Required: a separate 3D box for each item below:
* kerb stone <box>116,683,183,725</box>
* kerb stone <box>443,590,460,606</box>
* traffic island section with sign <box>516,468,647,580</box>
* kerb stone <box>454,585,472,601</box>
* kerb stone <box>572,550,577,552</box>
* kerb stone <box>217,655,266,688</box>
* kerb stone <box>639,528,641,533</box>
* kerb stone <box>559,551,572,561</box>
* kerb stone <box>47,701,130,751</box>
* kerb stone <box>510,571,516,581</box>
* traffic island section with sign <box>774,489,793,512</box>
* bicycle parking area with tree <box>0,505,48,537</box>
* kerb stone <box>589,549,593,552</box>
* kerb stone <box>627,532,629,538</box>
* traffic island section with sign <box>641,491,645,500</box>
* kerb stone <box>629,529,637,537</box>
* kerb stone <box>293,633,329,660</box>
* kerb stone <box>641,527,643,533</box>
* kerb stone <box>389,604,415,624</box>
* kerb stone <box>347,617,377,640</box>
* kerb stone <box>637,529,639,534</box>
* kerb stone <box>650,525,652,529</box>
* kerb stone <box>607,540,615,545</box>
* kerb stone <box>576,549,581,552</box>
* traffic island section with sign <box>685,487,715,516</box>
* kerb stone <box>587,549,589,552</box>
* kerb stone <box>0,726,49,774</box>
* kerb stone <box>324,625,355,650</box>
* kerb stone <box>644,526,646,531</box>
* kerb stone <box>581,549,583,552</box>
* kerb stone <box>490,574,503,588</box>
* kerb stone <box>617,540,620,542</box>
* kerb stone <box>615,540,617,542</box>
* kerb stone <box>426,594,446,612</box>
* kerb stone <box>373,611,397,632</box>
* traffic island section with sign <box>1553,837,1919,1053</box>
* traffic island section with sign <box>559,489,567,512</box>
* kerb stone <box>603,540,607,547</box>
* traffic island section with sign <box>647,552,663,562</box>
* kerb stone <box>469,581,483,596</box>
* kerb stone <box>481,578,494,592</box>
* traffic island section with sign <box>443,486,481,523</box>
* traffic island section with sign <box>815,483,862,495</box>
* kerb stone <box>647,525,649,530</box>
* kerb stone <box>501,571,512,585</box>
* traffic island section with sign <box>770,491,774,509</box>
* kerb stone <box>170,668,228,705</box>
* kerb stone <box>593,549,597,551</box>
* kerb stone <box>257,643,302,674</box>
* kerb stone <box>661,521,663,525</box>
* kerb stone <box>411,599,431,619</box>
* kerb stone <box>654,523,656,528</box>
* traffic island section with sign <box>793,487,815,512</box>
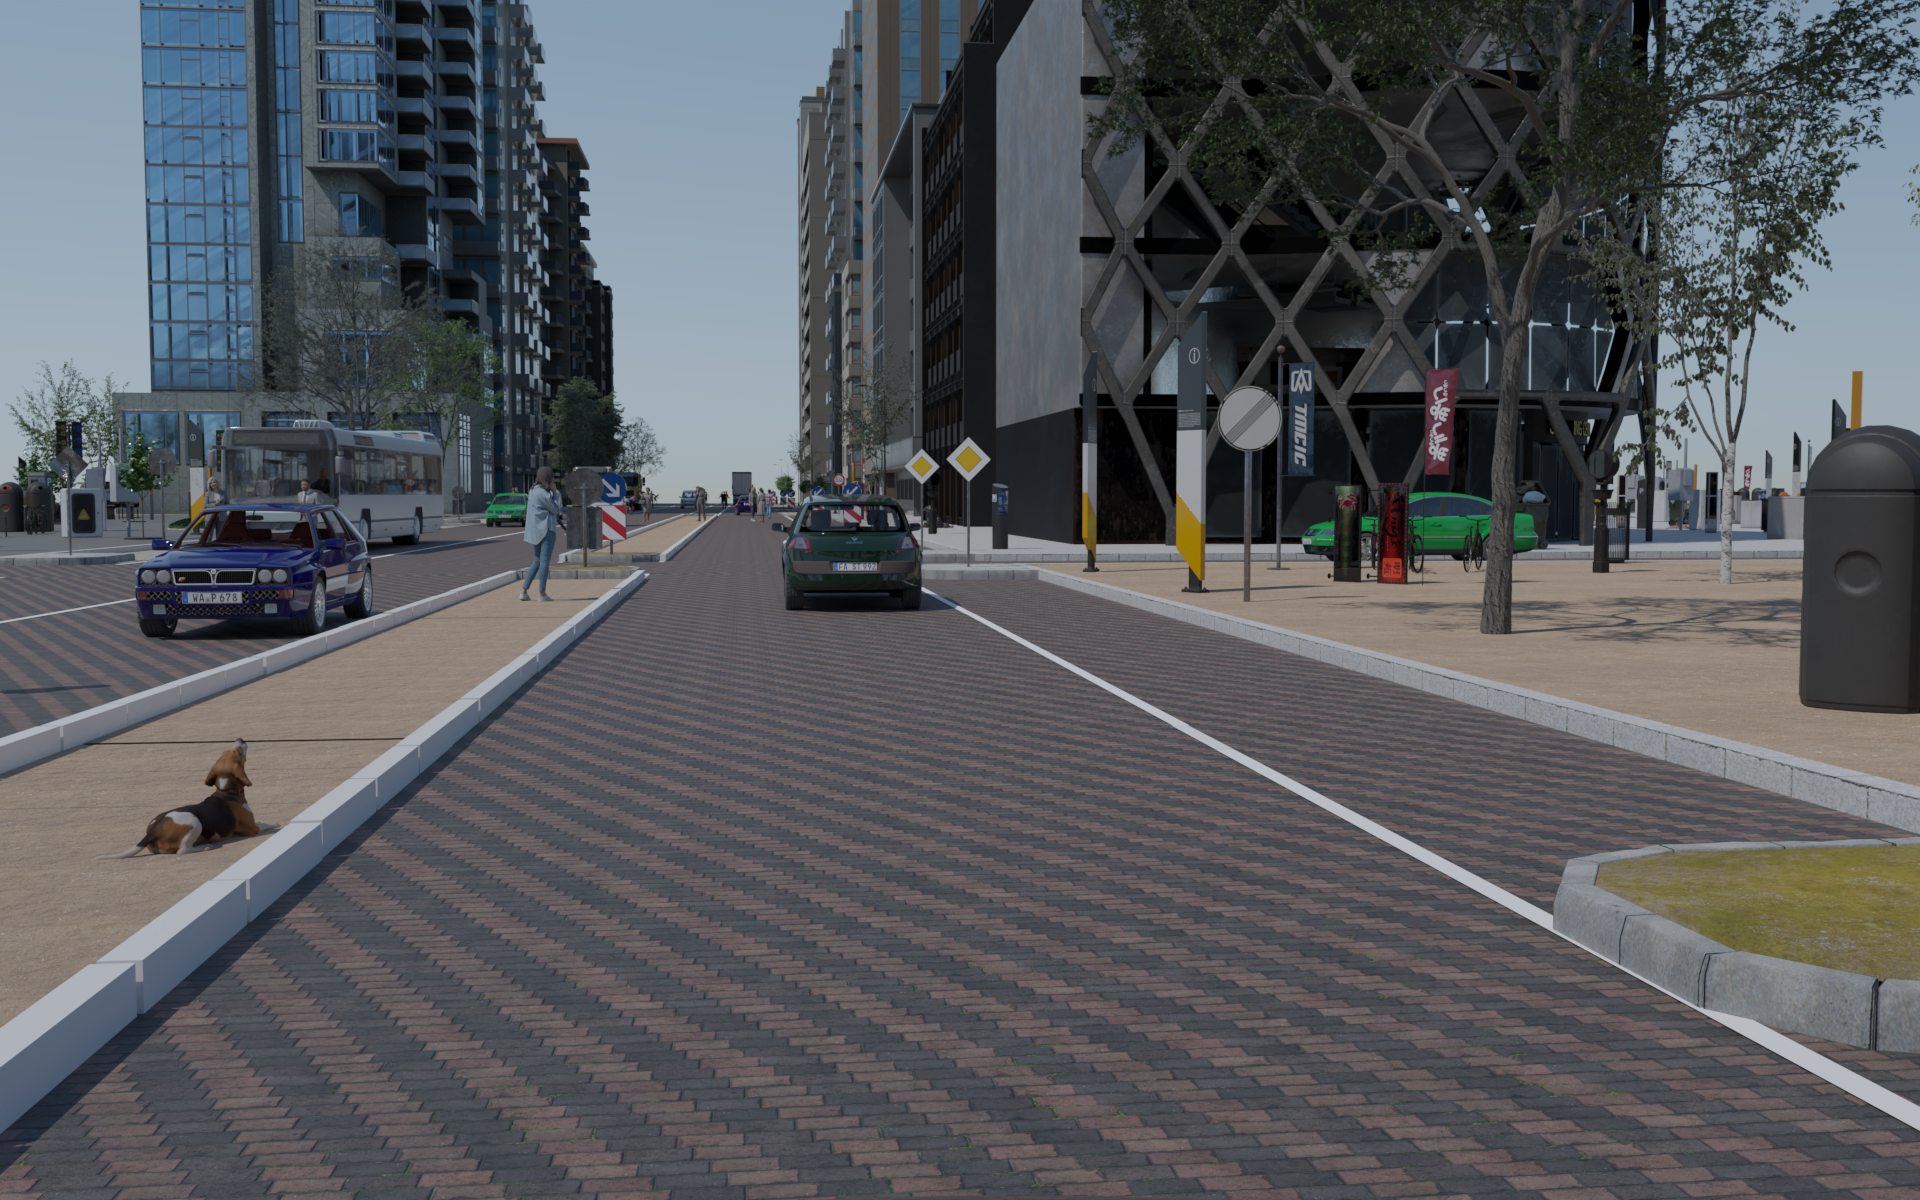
[{"bbox_3d":[-5.225,0.678,11.106,0.120,0.150,1.000,0,4,-7],"label":"kerb stone"},{"bbox_3d":[-6.621,0.000,22.303,0.120,0.150,1.000,0,4,-7],"label":"kerb stone"},{"bbox_3d":[-6.524,-1.326,29.821,2.006,1.907,1.989,0,4,-7],"label":"traffic island section with sign"},{"bbox_3d":[-6.747,-0.069,23.320,0.120,0.150,1.000,0,4,-7],"label":"kerb stone"},{"bbox_3d":[-8.586,-0.969,38.094,0.120,0.150,1.000,0,4,-7],"label":"kerb stone"},{"bbox_3d":[-5.485,0.558,13.137,0.120,0.150,1.000,0,4,-7],"label":"kerb stone"},{"bbox_3d":[-11.516,-2.404,61.501,0.120,0.150,1.000,0,4,-7],"label":"kerb stone"},{"bbox_3d":[-8.467,-0.910,37.078,0.120,0.150,1.000,0,4,-7],"label":"kerb stone"},{"bbox_3d":[-5.093,0.740,10.092,0.120,0.150,1.000,0,4,-7],"label":"kerb stone"},{"bbox_3d":[-7.386,-0.380,28.415,0.120,0.150,1.000,0,4,-7],"label":"kerb stone"},{"bbox_3d":[-13.450,-7.837,136.766,1.989,1.847,2.006,0,4,-7],"label":"traffic island section with sign"},{"bbox_3d":[-32.422,-3.989,52.230,8.231,4.147,9.016,0,4,-2],"label":"bicycle parking area with tree"},{"bbox_3d":[-9.101,-1.221,42.173,0.120,0.150,1.000,0,4,-7],"label":"kerb stone"},{"bbox_3d":[-10.751,-2.030,55.392,0.120,0.150,1.000,0,4,-7],"label":"kerb stone"},{"bbox_3d":[-44.500,-14.372,243.604,1.989,1.847,2.006,0,4,-7],"label":"traffic island section with sign"},{"bbox_3d":[-11.261,-2.278,59.459,0.120,0.150,1.000,0,4,-7],"label":"kerb stone"},{"bbox_3d":[-5.734,0.430,15.175,0.120,0.150,1.000,0,4,-7],"label":"kerb stone"},{"bbox_3d":[-11.641,-2.467,62.523,0.120,0.150,1.000,0,4,-7],"label":"kerb stone"},{"bbox_3d":[-6.244,0.180,19.249,0.120,0.150,1.000,0,4,-7],"label":"kerb stone"},{"bbox_3d":[-5.990,0.305,17.204,0.120,0.150,1.000,0,4,-7],"label":"kerb stone"},{"bbox_3d":[-11.390,-2.341,60.475,0.120,0.150,1.000,0,4,-7],"label":"kerb stone"},{"bbox_3d":[-12.407,-2.839,68.619,0.120,0.150,1.000,0,4,-7],"label":"kerb stone"},{"bbox_3d":[-9.994,-1.651,49.282,0.120,0.150,1.000,0,4,-7],"label":"kerb stone"},{"bbox_3d":[-8.721,-1.035,39.117,0.120,0.150,1.000,0,4,-7],"label":"kerb stone"},{"bbox_3d":[-16.755,-6.336,111.733,2.006,1.907,1.989,0,4,-7],"label":"traffic island section with sign"},{"bbox_3d":[-8.984,-1.156,41.158,0.120,0.150,1.000,0,4,-7],"label":"kerb stone"},{"bbox_3d":[-4.973,0.803,9.074,0.120,0.150,1.000,0,4,-7],"label":"kerb stone"},{"bbox_3d":[-5.859,0.370,16.190,0.120,0.150,1.000,0,4,-7],"label":"kerb stone"},{"bbox_3d":[-11.900,-2.591,64.552,0.120,0.150,1.000,0,4,-7],"label":"kerb stone"},{"bbox_3d":[-8.843,-1.094,40.137,0.120,0.150,1.000,0,4,-7],"label":"kerb stone"},{"bbox_3d":[-7.132,-0.256,26.382,0.120,0.150,1.000,0,4,-7],"label":"kerb stone"},{"bbox_3d":[-10.249,-1.781,51.320,0.120,0.150,1.000,0,4,-7],"label":"kerb stone"},{"bbox_3d":[-10.121,-1.717,50.297,0.120,0.150,1.000,0,4,-7],"label":"kerb stone"},{"bbox_3d":[-6.494,0.056,21.288,0.120,0.150,1.000,0,4,-7],"label":"kerb stone"},{"bbox_3d":[-6.116,0.247,18.229,0.120,0.150,1.000,0,4,-7],"label":"kerb stone"},{"bbox_3d":[2.983,0.202,5.325,1.989,1.847,2.006,0,4,-7],"label":"traffic island section with sign"},{"bbox_3d":[-30.927,-7.726,134.948,1.989,1.847,2.006,0,4,-7],"label":"traffic island section with sign"},{"bbox_3d":[-9.606,-1.470,46.237,0.120,0.150,1.000,0,4,-7],"label":"kerb stone"},{"bbox_3d":[-7.433,-1.776,37.173,2.006,1.907,1.989,0,4,-7],"label":"traffic island section with sign"},{"bbox_3d":[-6.880,-0.130,24.341,0.120,0.150,1.000,0,4,-7],"label":"kerb stone"},{"bbox_3d":[-7.003,-0.189,25.368,0.120,0.150,1.000,0,4,-7],"label":"kerb stone"},{"bbox_3d":[-24.766,-4.704,85.535,1.989,1.847,2.006,0,4,-7],"label":"traffic island section with sign"},{"bbox_3d":[-3.919,-3.171,60.466,1.989,1.847,2.006,0,4,-7],"label":"traffic island section with sign"},{"bbox_3d":[-12.155,-2.714,66.587,0.120,0.150,1.000,0,4,-7],"label":"kerb stone"},{"bbox_3d":[-7.259,-0.318,27.396,0.120,0.150,1.000,0,4,-7],"label":"kerb stone"},{"bbox_3d":[-16.889,-9.523,164.332,1.989,1.847,2.006,0,4,-7],"label":"traffic island section with sign"},{"bbox_3d":[-5.354,0.616,12.123,0.120,0.150,1.000,0,4,-7],"label":"kerb stone"},{"bbox_3d":[-9.357,-1.346,44.201,0.120,0.150,1.000,0,4,-7],"label":"kerb stone"},{"bbox_3d":[-5.595,0.491,14.160,0.120,0.150,1.000,0,4,-7],"label":"kerb stone"},{"bbox_3d":[-13.556,-3.400,77.782,0.120,0.150,1.000,0,4,-7],"label":"kerb stone"},{"bbox_3d":[-6.366,0.118,20.264,0.120,0.150,1.000,0,4,-7],"label":"kerb stone"},{"bbox_3d":[-12.787,-3.024,71.669,0.120,0.150,1.000,0,4,-7],"label":"kerb stone"},{"bbox_3d":[-7.328,-4.840,87.769,1.989,1.847,2.006,0,4,-7],"label":"traffic island section with sign"}]
